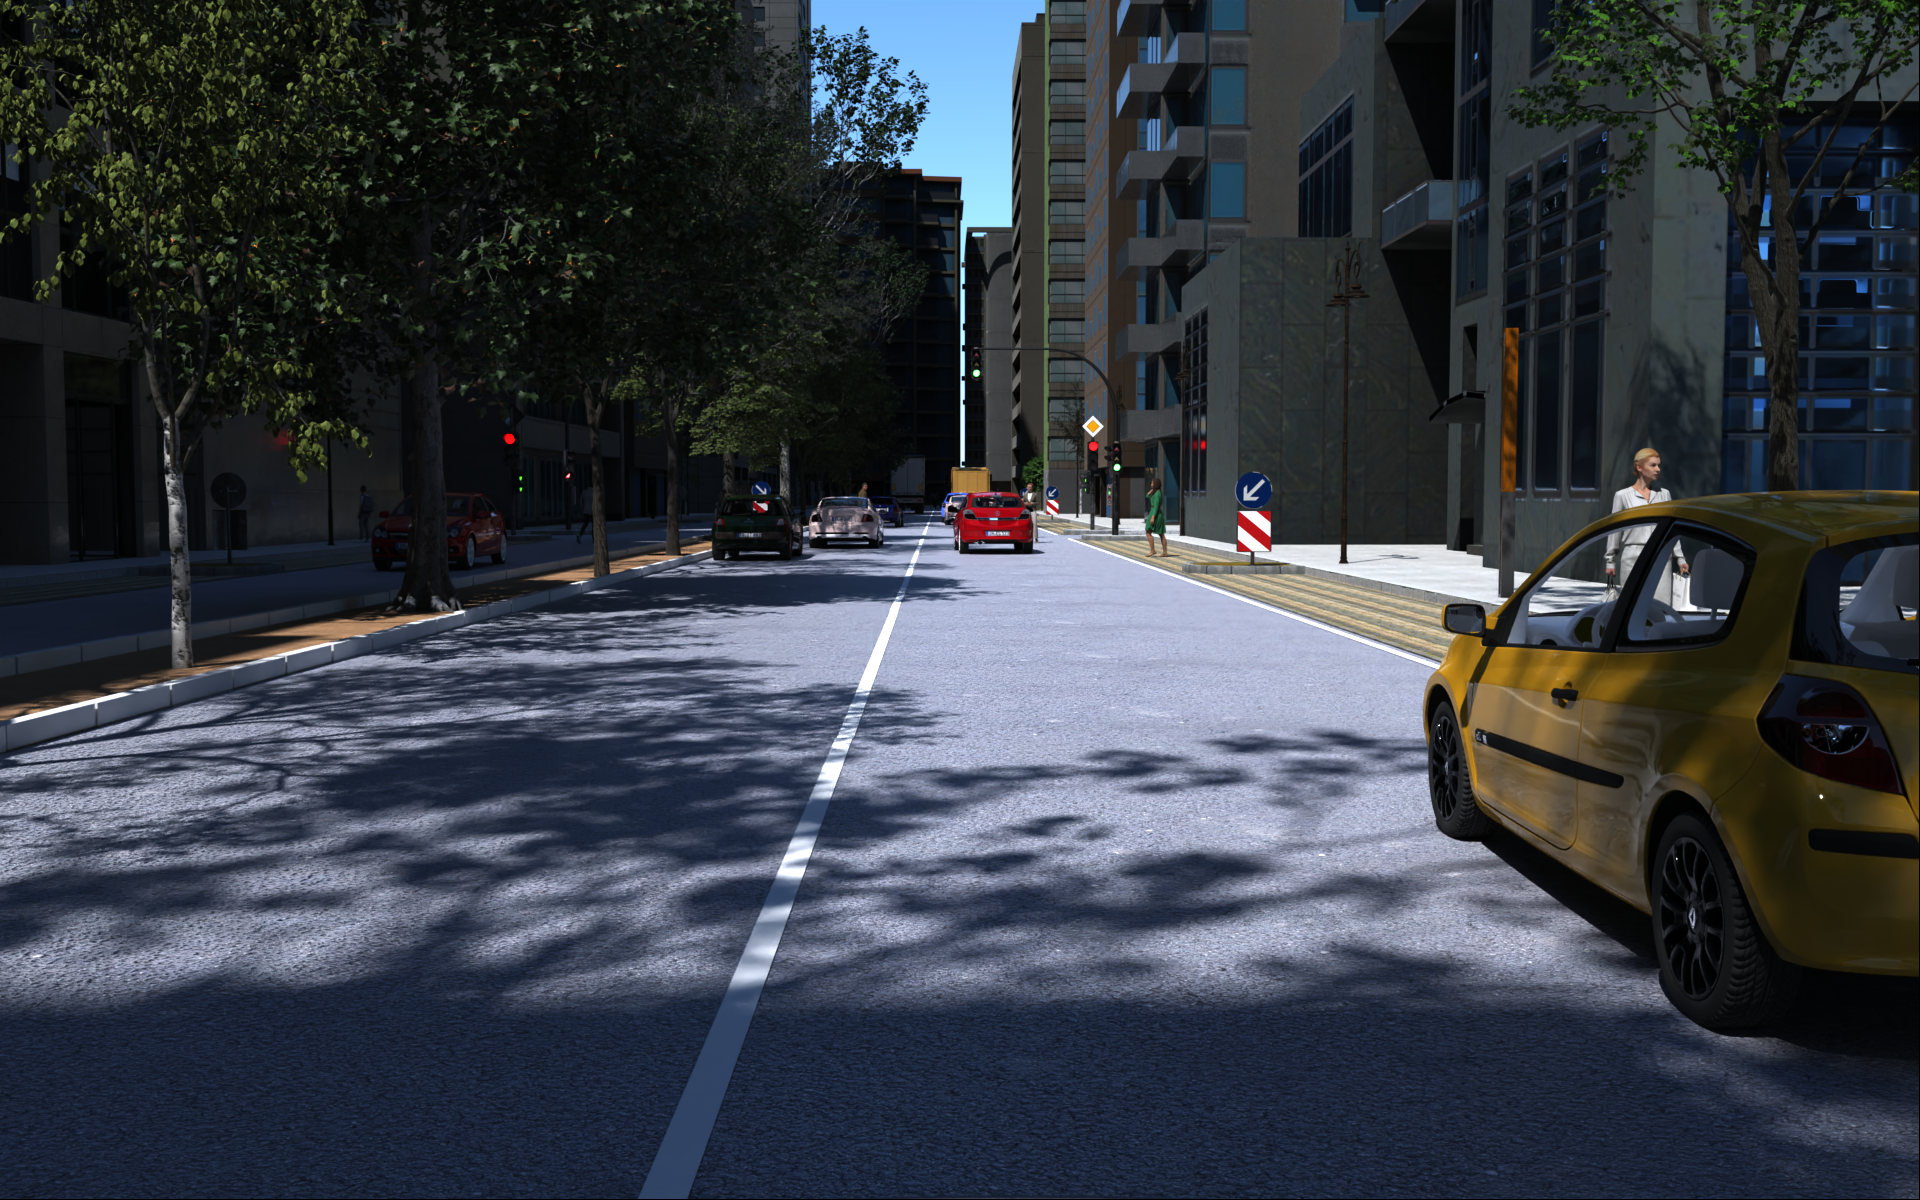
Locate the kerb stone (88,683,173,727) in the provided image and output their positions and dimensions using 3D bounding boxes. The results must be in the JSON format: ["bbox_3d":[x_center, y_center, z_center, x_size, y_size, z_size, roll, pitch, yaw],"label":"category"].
[{"bbox_3d":[-5.365,0.677,11.144,0.120,0.150,1.000,0,4,-1],"label":"kerb stone"}]

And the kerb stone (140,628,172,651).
[{"bbox_3d":[-7.515,0.371,16.212,0.120,0.150,1.000,0,4,-1],"label":"kerb stone"}]

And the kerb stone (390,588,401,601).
[{"bbox_3d":[-7.604,-0.074,23.410,0.120,0.150,1.000,0,4,-1],"label":"kerb stone"}]

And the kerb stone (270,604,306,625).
[{"bbox_3d":[-7.564,0.181,19.300,0.120,0.150,1.000,0,4,-1],"label":"kerb stone"}]

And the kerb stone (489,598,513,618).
[{"bbox_3d":[-5.472,0.112,20.378,0.120,0.150,1.000,0,4,-1],"label":"kerb stone"}]

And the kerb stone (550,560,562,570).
[{"bbox_3d":[-7.718,-0.639,32.646,0.120,0.150,1.000,0,4,-1],"label":"kerb stone"}]

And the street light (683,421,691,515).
[{"bbox_3d":[-16.467,-8.065,104.645,0.468,5.910,1.993,0,4,-1],"label":"street light"}]

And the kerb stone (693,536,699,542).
[{"bbox_3d":[-7.925,-1.768,51.130,0.120,0.150,1.000,0,4,-1],"label":"kerb stone"}]

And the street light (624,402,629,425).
[{"bbox_3d":[-16.279,-6.773,83.526,0.468,5.910,1.993,0,4,-1],"label":"street light"}]

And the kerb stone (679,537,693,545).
[{"bbox_3d":[-7.917,-1.707,50.108,0.120,0.150,1.000,0,4,-1],"label":"kerb stone"}]

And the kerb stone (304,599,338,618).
[{"bbox_3d":[-7.569,0.115,20.323,0.120,0.150,1.000,0,4,-1],"label":"kerb stone"}]

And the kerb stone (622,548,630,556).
[{"bbox_3d":[-7.804,-1.071,39.837,0.120,0.150,1.000,0,4,-1],"label":"kerb stone"}]

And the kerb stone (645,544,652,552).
[{"bbox_3d":[-7.834,-1.267,42.919,0.120,0.150,1.000,0,4,-1],"label":"kerb stone"}]

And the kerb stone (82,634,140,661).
[{"bbox_3d":[-7.509,0.429,15.189,0.120,0.150,1.000,0,4,-1],"label":"kerb stone"}]

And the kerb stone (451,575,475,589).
[{"bbox_3d":[-7.646,-0.263,26.491,0.120,0.150,1.000,0,4,-1],"label":"kerb stone"}]

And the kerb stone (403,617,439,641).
[{"bbox_3d":[-5.434,0.302,17.309,0.120,0.150,1.000,0,4,-1],"label":"kerb stone"}]

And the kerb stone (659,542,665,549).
[{"bbox_3d":[-7.856,-1.393,44.975,0.120,0.150,1.000,0,4,-1],"label":"kerb stone"}]

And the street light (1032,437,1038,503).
[{"bbox_3d":[5.968,-10.020,136.622,0.468,5.910,1.993,0,4,-1],"label":"street light"}]

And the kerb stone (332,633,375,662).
[{"bbox_3d":[-5.406,0.424,15.264,0.120,0.150,1.000,0,4,-1],"label":"kerb stone"}]

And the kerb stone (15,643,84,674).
[{"bbox_3d":[-7.498,0.492,14.164,0.120,0.150,1.000,0,4,-1],"label":"kerb stone"}]

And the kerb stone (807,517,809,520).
[{"bbox_3d":[-8.421,-4.368,93.619,0.120,0.150,1.000,0,4,-1],"label":"kerb stone"}]

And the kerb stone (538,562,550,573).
[{"bbox_3d":[-7.702,-0.576,31.624,0.120,0.150,1.000,0,4,-1],"label":"kerb stone"}]

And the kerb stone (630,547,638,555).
[{"bbox_3d":[-7.804,-1.142,40.861,0.120,0.150,1.000,0,4,-1],"label":"kerb stone"}]

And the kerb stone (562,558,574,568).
[{"bbox_3d":[-7.720,-0.702,33.668,0.120,0.150,1.000,0,4,-1],"label":"kerb stone"}]

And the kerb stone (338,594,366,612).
[{"bbox_3d":[-7.585,0.052,21.349,0.120,0.150,1.000,0,4,-1],"label":"kerb stone"}]

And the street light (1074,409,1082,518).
[{"bbox_3d":[6.365,-7.401,93.793,0.468,5.910,1.993,0,4,-1],"label":"street light"}]

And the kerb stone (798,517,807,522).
[{"bbox_3d":[-8.405,-4.306,92.597,0.120,0.150,1.000,0,4,-1],"label":"kerb stone"}]

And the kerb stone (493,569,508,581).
[{"bbox_3d":[-7.674,-0.388,28.545,0.120,0.150,1.000,0,4,-1],"label":"kerb stone"}]

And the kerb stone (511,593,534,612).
[{"bbox_3d":[-5.473,0.049,21.400,0.120,0.150,1.000,0,4,-1],"label":"kerb stone"}]

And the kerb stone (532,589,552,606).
[{"bbox_3d":[-5.494,-0.014,22.425,0.120,0.150,1.000,0,4,-1],"label":"kerb stone"}]

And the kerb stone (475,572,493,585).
[{"bbox_3d":[-7.651,-0.326,27.523,0.120,0.150,1.000,0,4,-1],"label":"kerb stone"}]

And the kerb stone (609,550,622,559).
[{"bbox_3d":[-7.783,-1.016,38.811,0.120,0.150,1.000,0,4,-1],"label":"kerb stone"}]

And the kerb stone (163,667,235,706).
[{"bbox_3d":[-5.373,0.615,12.166,0.120,0.150,1.000,0,4,-1],"label":"kerb stone"}]

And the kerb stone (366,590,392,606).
[{"bbox_3d":[-7.597,-0.003,22.380,0.120,0.150,1.000,0,4,-1],"label":"kerb stone"}]

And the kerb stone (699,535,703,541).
[{"bbox_3d":[-7.938,-1.832,52.154,0.120,0.150,1.000,0,4,-1],"label":"kerb stone"}]

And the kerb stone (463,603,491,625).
[{"bbox_3d":[-5.459,0.174,19.355,0.120,0.150,1.000,0,4,-1],"label":"kerb stone"}]

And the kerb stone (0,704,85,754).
[{"bbox_3d":[-5.359,0.740,10.121,0.120,0.150,1.000,0,4,-1],"label":"kerb stone"}]

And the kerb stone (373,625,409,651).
[{"bbox_3d":[-5.418,0.369,16.287,0.120,0.150,1.000,0,4,-1],"label":"kerb stone"}]

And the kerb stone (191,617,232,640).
[{"bbox_3d":[-7.534,0.303,17.241,0.120,0.150,1.000,0,4,-1],"label":"kerb stone"}]

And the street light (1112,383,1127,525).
[{"bbox_3d":[6.645,-6.094,72.423,0.468,5.910,1.993,0,4,-1],"label":"street light"}]

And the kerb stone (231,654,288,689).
[{"bbox_3d":[-5.391,0.556,13.200,0.120,0.150,1.000,0,4,-1],"label":"kerb stone"}]

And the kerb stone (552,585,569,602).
[{"bbox_3d":[-5.498,-0.072,23.453,0.120,0.150,1.000,0,4,-1],"label":"kerb stone"}]

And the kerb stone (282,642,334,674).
[{"bbox_3d":[-5.399,0.487,14.228,0.120,0.150,1.000,0,4,-1],"label":"kerb stone"}]

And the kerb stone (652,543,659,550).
[{"bbox_3d":[-7.844,-1.331,43.952,0.120,0.150,1.000,0,4,-1],"label":"kerb stone"}]

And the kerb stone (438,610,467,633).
[{"bbox_3d":[-5.446,0.246,18.331,0.120,0.150,1.000,0,4,-1],"label":"kerb stone"}]

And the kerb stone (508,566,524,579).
[{"bbox_3d":[-7.675,-0.448,29.575,0.120,0.150,1.000,0,4,-1],"label":"kerb stone"}]

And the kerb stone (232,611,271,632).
[{"bbox_3d":[-7.547,0.244,18.263,0.120,0.150,1.000,0,4,-1],"label":"kerb stone"}]

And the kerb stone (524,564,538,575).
[{"bbox_3d":[-7.685,-0.514,30.599,0.120,0.150,1.000,0,4,-1],"label":"kerb stone"}]

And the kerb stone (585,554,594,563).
[{"bbox_3d":[-7.749,-0.827,35.722,0.120,0.150,1.000,0,4,-1],"label":"kerb stone"}]

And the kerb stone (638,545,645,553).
[{"bbox_3d":[-7.822,-1.205,41.892,0.120,0.150,1.000,0,4,-1],"label":"kerb stone"}]

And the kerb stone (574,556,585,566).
[{"bbox_3d":[-7.733,-0.765,34.699,0.120,0.150,1.000,0,4,-1],"label":"kerb stone"}]
